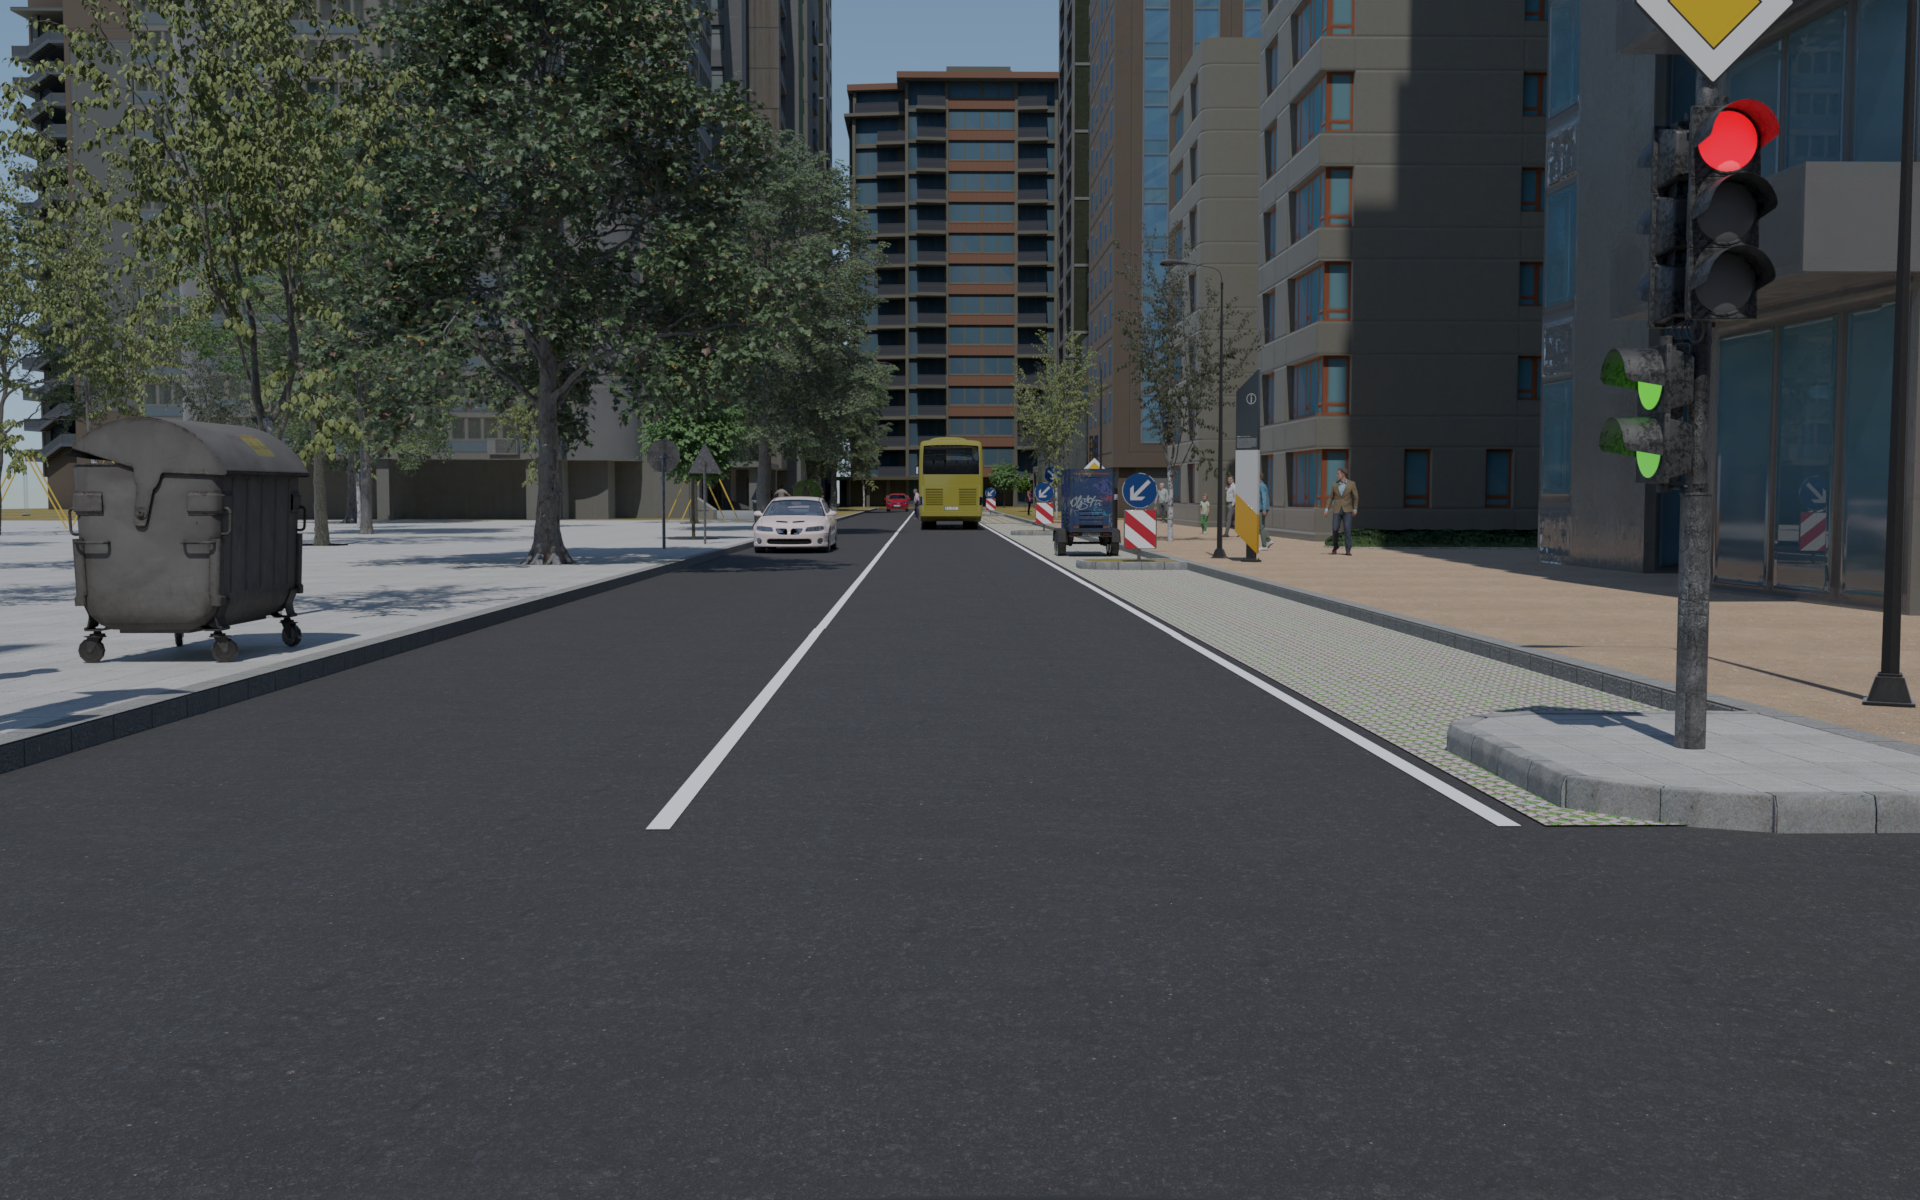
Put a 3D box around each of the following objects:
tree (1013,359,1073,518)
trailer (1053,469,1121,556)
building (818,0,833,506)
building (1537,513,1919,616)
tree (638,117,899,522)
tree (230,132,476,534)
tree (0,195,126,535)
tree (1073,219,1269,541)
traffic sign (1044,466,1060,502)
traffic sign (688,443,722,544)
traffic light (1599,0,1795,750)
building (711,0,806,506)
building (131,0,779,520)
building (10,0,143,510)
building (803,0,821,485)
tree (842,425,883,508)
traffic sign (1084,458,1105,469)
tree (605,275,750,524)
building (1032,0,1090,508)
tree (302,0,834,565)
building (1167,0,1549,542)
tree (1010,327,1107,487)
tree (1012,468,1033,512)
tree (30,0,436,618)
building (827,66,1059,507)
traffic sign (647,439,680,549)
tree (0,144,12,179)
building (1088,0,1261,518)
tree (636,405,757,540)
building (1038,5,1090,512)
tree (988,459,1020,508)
[{"bbox_3d":[5.001,-8.779,93.896,4.360,8.622,3.978,0,3,0],"label":"tree"},{"bbox_3d":[2.916,-2.065,40.818,1.471,1.999,3.904,0,4,-1],"label":"trailer"},{"bbox_3d":[-23.960,-45.278,178.539,20.611,71.187,20.563,0,4,-1],"label":"building"},{"bbox_3d":[23.859,-24.592,21.683,30.456,49.044,23.786,0,4,-1],"label":"building"},{"bbox_3d":[-6.815,-9.399,60.335,9.857,13.997,8.962,0,3,0],"label":"tree"},{"bbox_3d":[-19.322,-8.383,55.190,7.486,12.596,7.792,0,3,0],"label":"tree"},{"bbox_3d":[-29.576,-7.284,53.502,7.601,10.594,8.767,-1,4,-18],"label":"tree"},{"bbox_3d":[5.794,-5.875,46.423,4.360,8.622,3.978,0,3,0],"label":"tree"},{"bbox_3d":[4.253,-4.881,79.916,0.768,2.556,0.104,0,4,6],"label":"traffic sign"},{"bbox_3d":[-6.530,-2.710,44.306,0.884,2.594,0.081,0,4,8],"label":"traffic sign"},{"bbox_3d":[3.673,-1.206,8.645,0.839,4.253,0.868,0,4,-1],"label":"traffic light"},{"bbox_3d":[-17.734,-26.330,114.089,14.154,41.232,14.086,0,4,-1],"label":"building"},{"bbox_3d":[-26.623,-24.645,94.823,32.217,40.220,23.993,0,4,-1],"label":"building"},{"bbox_3d":[-69.749,-30.452,148.006,14.200,45.320,14.600,0,4,-1],"label":"building"},{"bbox_3d":[-22.949,-31.897,145.210,21.600,48.544,21.300,0,4,-1],"label":"building"},{"bbox_3d":[-8.884,-12.728,158.468,4.737,8.622,4.395,0,3,0],"label":"tree"},{"bbox_3d":[4.904,-3.867,62.954,0.795,2.593,0.064,0,4,7],"label":"traffic sign"},{"bbox_3d":[-11.580,-9.097,74.495,9.928,11.665,9.643,0,3,0],"label":"tree"},{"bbox_3d":[17.039,-43.256,145.493,20.563,71.187,20.611,0,4,-1],"label":"building"},{"bbox_3d":[-7.449,-6.998,31.423,9.611,12.733,9.660,0,3,0],"label":"tree"},{"bbox_3d":[23.113,-13.188,60.659,27.650,21.520,28.899,0,4,-1],"label":"building"},{"bbox_3d":[4.296,-7.655,75.517,4.737,8.622,4.395,0,3,0],"label":"tree"},{"bbox_3d":[4.846,-8.065,126.462,1.663,3.219,1.824,0,3,0],"label":"tree"},{"bbox_3d":[-7.196,-4.104,17.470,4.737,8.622,4.395,0,3,0],"label":"tree"},{"bbox_3d":[1.135,-32.160,180.437,28.867,44.769,22.147,0,4,-1],"label":"building"},{"bbox_3d":[-6.911,-2.463,40.368,0.768,2.556,0.104,0,3,0],"label":"traffic sign"},{"bbox_3d":[-12.223,-4.172,18.572,4.360,8.622,3.978,0,3,0],"label":"tree"},{"bbox_3d":[14.846,-27.363,97.492,14.600,45.320,14.200,0,4,-1],"label":"building"},{"bbox_3d":[-7.487,-3.999,49.098,4.285,4.588,4.351,0,3,0],"label":"tree"},{"bbox_3d":[17.561,-49.307,118.846,22.319,86.520,31.000,0,4,-1],"label":"building"},{"bbox_3d":[4.125,-10.813,160.501,4.285,4.588,4.351,0,3,0],"label":"tree"}]
